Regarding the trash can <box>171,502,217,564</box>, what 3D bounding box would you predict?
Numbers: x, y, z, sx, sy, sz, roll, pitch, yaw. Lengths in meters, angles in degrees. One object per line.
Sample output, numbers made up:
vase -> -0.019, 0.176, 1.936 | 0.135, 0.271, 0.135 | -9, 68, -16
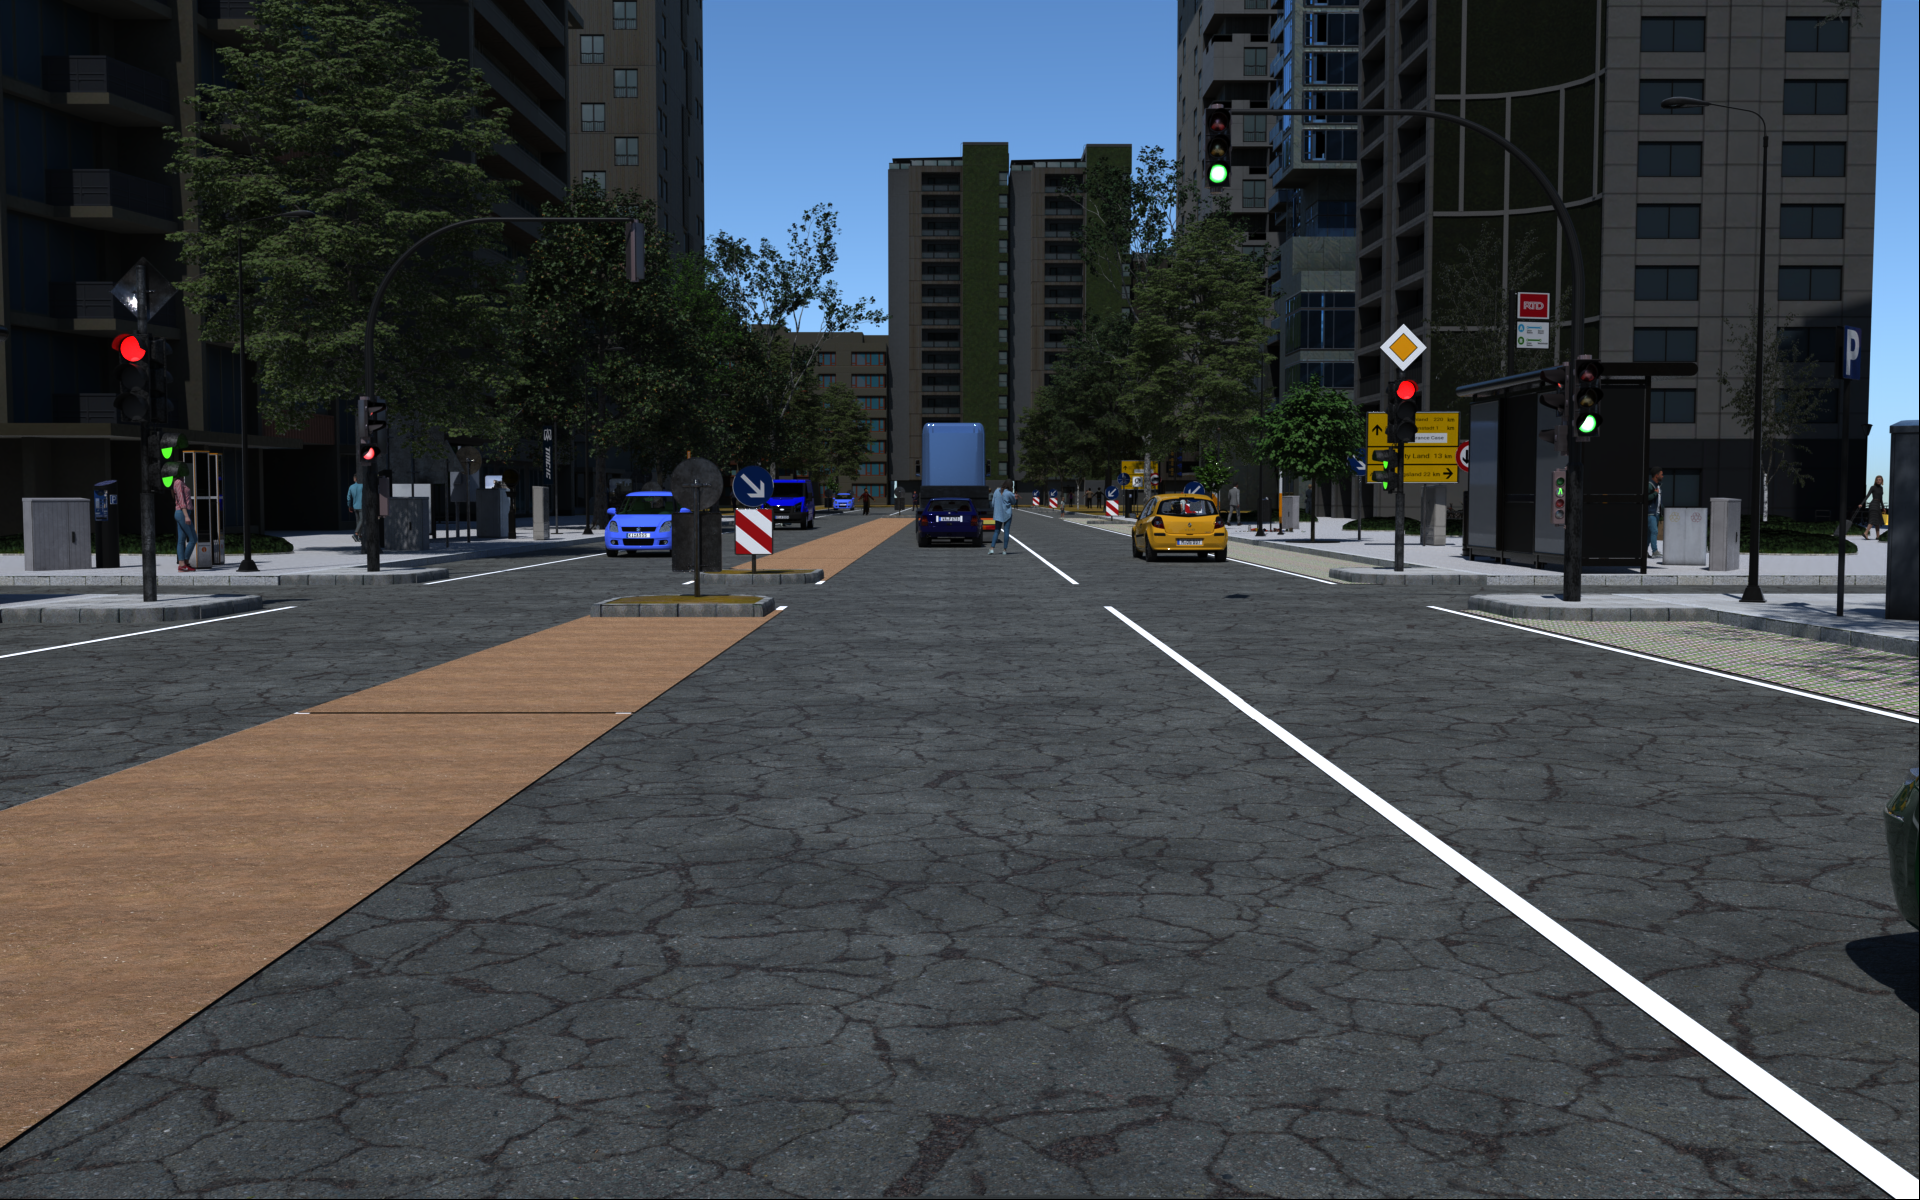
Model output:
trash can -> -13.425, -1.146, 30.396 | 0.748, 1.137, 0.748 | 0, 3, 0

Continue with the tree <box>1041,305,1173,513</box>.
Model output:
tree -> 10.230, -12.985, 118.952 | 9.857, 13.997, 8.962 | 0, 3, 0

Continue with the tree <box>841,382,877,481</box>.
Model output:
tree -> -11.975, -15.656, 174.095 | 7.486, 12.596, 7.792 | 0, 3, 0

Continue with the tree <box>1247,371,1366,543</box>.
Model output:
tree -> 9.424, -3.797, 45.792 | 4.285, 4.588, 4.351 | 0, 3, 0

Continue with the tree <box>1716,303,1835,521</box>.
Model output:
tree -> 30.857, -7.072, 65.997 | 4.360, 8.622, 3.978 | 0, 3, 0

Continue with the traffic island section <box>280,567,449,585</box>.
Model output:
traffic island section -> -9.730, -0.392, 28.689 | 2.009, 0.180, 2.903 | 0, 4, 0

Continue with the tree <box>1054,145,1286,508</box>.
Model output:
tree -> 10.995, -14.454, 92.217 | 12.611, 20.169, 13.585 | 0, 3, 0

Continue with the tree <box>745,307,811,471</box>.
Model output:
tree -> -13.250, -10.797, 93.533 | 9.611, 12.733, 9.660 | 0, 3, 0

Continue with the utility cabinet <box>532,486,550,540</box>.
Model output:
utility cabinet -> -11.717, -2.436, 48.508 | 0.318, 1.500, 1.173 | 0, 4, -6

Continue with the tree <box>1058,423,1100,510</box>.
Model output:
tree -> 10.019, -11.806, 143.395 | 4.360, 8.622, 3.978 | 0, 3, 0

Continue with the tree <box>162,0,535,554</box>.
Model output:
tree -> -13.069, -7.255, 36.741 | 7.486, 12.596, 7.792 | 0, 3, 0

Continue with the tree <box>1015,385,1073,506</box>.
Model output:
tree -> 9.380, -16.027, 180.162 | 7.486, 12.596, 7.792 | 0, 3, 0

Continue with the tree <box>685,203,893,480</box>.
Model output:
tree -> -10.802, -15.644, 111.667 | 12.611, 20.169, 13.585 | 0, 3, 0

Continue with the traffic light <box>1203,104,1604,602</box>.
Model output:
traffic light -> 5.213, -2.804, 20.506 | 4.771, 5.953, 1.251 | 0, 4, 0

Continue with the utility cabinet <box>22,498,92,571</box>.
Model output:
utility cabinet -> -15.251, -1.108, 29.280 | 0.306, 1.237, 1.020 | 2, 4, 32

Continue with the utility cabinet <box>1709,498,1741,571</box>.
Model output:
utility cabinet -> 12.907, -1.103, 29.201 | 0.306, 1.237, 1.020 | 2, 4, 35

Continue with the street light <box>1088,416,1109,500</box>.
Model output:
street light -> 8.356, -8.023, 103.713 | 1.470, 5.913, 1.316 | 0, 4, 0

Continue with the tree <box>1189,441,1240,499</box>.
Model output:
tree -> 9.117, -4.201, 63.289 | 1.663, 3.219, 1.824 | 0, 3, 0

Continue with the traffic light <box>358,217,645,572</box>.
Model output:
traffic light -> -7.599, -3.298, 28.598 | 4.771, 5.953, 1.251 | 0, 4, 0

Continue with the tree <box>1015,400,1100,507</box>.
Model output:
tree -> 9.771, -14.110, 165.110 | 8.767, 10.594, 7.601 | -1, 4, -14

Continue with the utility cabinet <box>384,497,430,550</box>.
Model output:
utility cabinet -> -12.693, -1.746, 39.709 | 1.020, 1.237, 0.306 | 1, 4, 16

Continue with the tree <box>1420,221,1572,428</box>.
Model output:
tree -> 14.783, -5.956, 47.746 | 4.360, 8.622, 3.978 | 0, 3, 0

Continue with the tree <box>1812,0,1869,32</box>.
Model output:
tree -> 10.569, -6.079, 9.759 | 12.009, 13.543, 11.850 | 0, 3, 0

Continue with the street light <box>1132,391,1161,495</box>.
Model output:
street light -> 8.459, -6.455, 78.083 | 1.470, 5.913, 1.316 | 0, 4, 0

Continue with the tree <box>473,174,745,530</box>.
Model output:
tree -> -12.890, -8.891, 62.369 | 9.611, 12.733, 9.660 | 0, 3, 0

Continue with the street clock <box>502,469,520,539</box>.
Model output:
street clock -> -12.815, -2.748, 49.506 | 0.471, 2.002, 0.358 | 0, 4, -3

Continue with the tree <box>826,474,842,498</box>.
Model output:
tree -> -12.364, -10.474, 165.858 | 1.663, 3.219, 1.824 | 0, 3, 0

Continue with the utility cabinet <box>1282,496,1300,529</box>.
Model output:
utility cabinet -> 12.130, -3.207, 63.601 | 0.306, 1.237, 1.020 | -1, 4, -11

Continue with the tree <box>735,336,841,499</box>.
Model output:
tree -> -12.724, -12.589, 123.949 | 7.486, 12.596, 7.792 | 0, 3, 0

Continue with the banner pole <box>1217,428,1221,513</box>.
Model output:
banner pole -> 9.818, -4.630, 65.715 | 0.401, 3.779, 0.863 | 1, 4, 11

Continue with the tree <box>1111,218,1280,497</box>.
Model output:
tree -> 9.891, -9.401, 71.838 | 7.486, 12.596, 7.792 | 0, 3, 0

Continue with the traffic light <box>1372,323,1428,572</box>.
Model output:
traffic light -> 7.271, -2.429, 28.641 | 0.839, 4.253, 0.868 | 0, 4, 0

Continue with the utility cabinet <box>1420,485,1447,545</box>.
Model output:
utility cabinet -> 11.860, -2.127, 43.448 | 0.318, 1.500, 1.173 | 0, 4, -2

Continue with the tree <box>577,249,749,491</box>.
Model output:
tree -> -12.671, -9.025, 73.307 | 9.928, 11.665, 9.643 | 0, 3, 0

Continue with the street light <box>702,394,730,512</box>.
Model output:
street light -> -11.390, -6.603, 80.500 | 1.470, 5.913, 1.316 | 0, 4, 0

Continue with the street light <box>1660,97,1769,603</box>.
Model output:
street light -> 8.897, -2.930, 20.440 | 1.470, 5.913, 1.316 | 0, 4, 0

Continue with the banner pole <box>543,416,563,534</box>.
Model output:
banner pole -> -13.125, -4.014, 55.640 | 0.863, 3.779, 0.401 | 3, 4, 38

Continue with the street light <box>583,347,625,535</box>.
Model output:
street light -> -11.290, -5.037, 54.900 | 1.470, 5.913, 1.316 | 0, 4, 0

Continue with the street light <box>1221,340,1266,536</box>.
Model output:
street light -> 8.595, -4.889, 52.483 | 1.470, 5.913, 1.316 | 0, 4, 0

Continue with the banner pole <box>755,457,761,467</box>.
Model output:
banner pole -> -12.088, -6.941, 103.500 | 0.401, 3.779, 0.863 | -3, 4, -39

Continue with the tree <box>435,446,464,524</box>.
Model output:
tree -> -22.648, -5.615, 75.520 | 4.285, 4.588, 4.351 | 0, 3, 0

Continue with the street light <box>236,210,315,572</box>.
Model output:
street light -> -11.257, -3.424, 28.517 | 1.470, 5.913, 1.316 | 0, 4, 0

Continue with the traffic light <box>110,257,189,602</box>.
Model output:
traffic light -> -9.657, -1.936, 20.569 | 0.839, 4.253, 0.868 | 0, 4, 0

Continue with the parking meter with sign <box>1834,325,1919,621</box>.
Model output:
parking meter with sign -> 9.850, -1.302, 17.556 | 1.738, 3.016, 0.543 | 3, 5, 44
